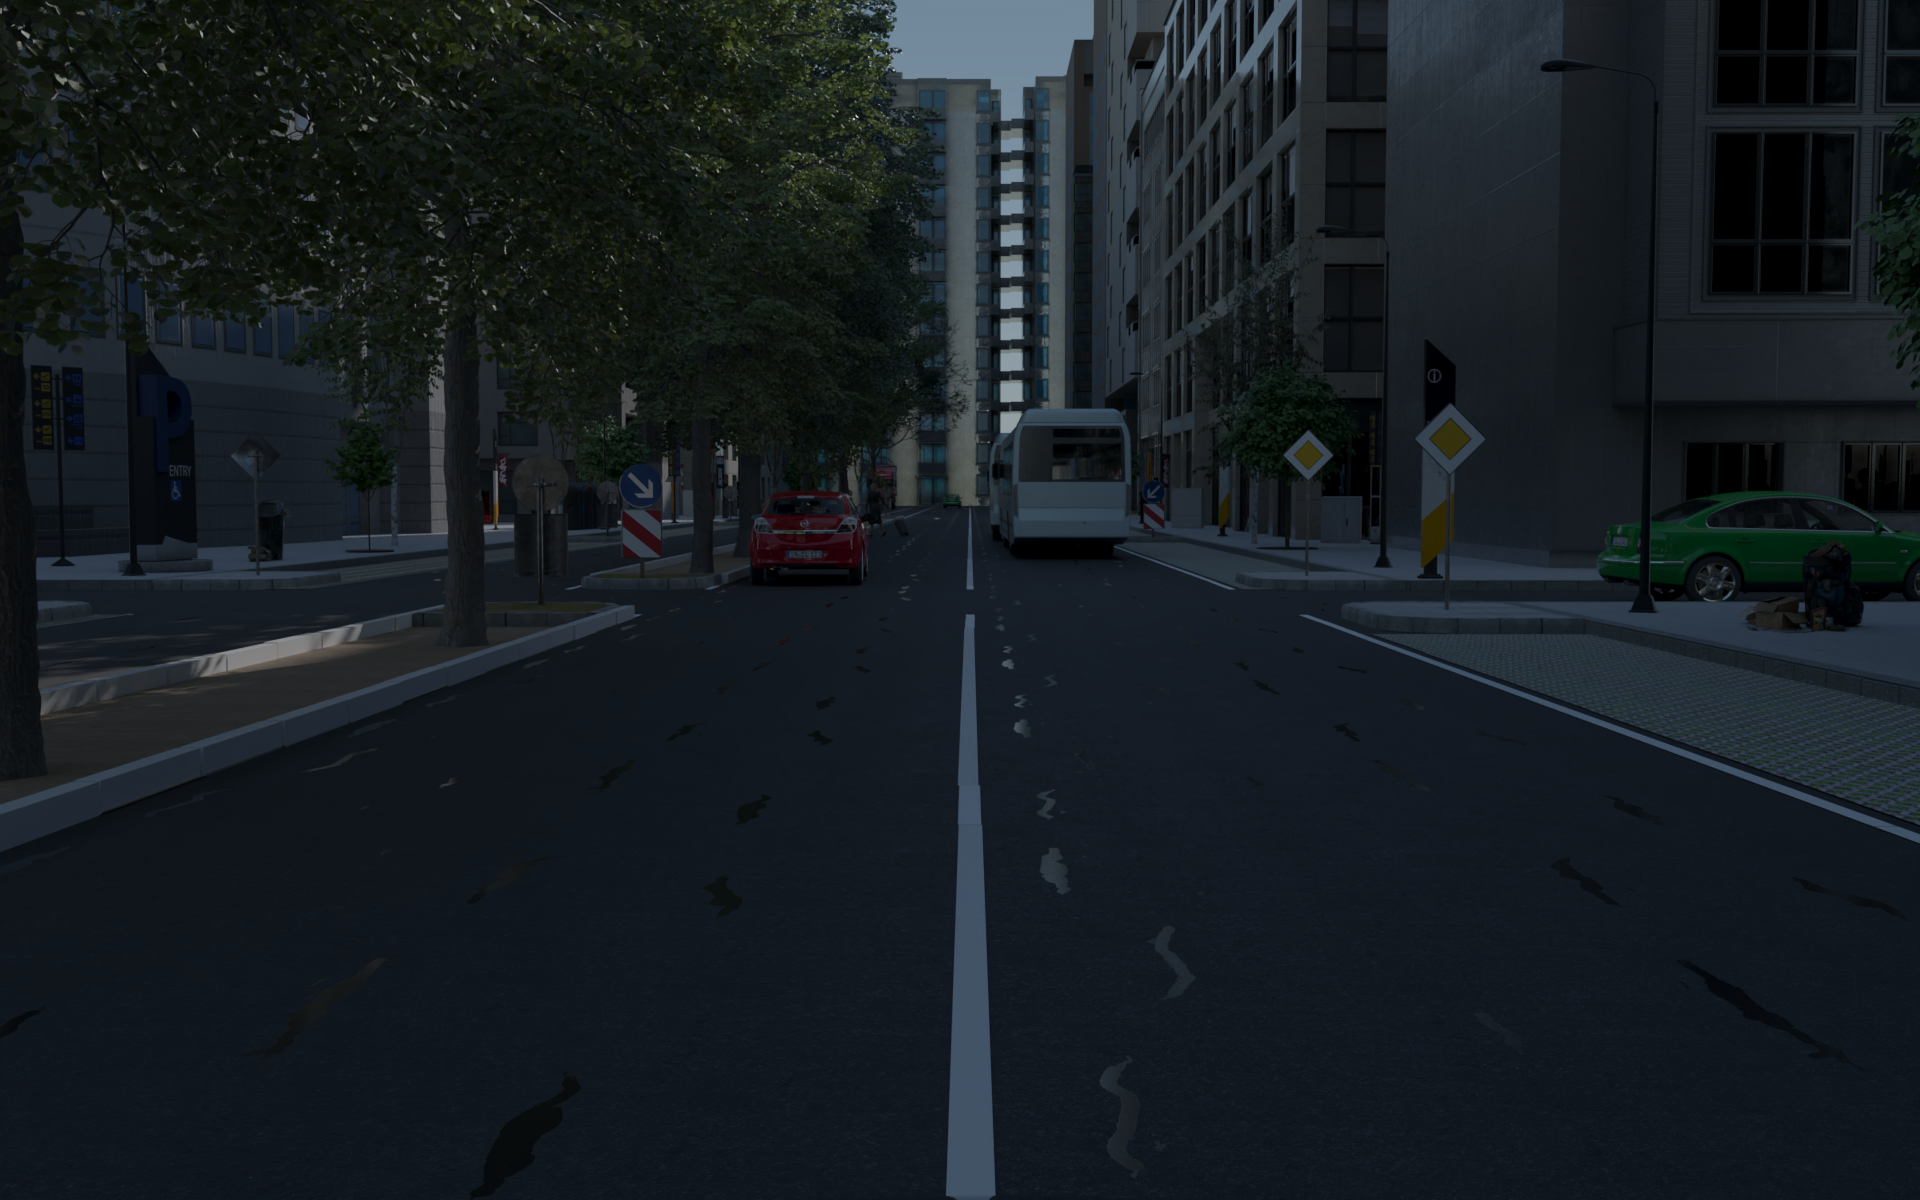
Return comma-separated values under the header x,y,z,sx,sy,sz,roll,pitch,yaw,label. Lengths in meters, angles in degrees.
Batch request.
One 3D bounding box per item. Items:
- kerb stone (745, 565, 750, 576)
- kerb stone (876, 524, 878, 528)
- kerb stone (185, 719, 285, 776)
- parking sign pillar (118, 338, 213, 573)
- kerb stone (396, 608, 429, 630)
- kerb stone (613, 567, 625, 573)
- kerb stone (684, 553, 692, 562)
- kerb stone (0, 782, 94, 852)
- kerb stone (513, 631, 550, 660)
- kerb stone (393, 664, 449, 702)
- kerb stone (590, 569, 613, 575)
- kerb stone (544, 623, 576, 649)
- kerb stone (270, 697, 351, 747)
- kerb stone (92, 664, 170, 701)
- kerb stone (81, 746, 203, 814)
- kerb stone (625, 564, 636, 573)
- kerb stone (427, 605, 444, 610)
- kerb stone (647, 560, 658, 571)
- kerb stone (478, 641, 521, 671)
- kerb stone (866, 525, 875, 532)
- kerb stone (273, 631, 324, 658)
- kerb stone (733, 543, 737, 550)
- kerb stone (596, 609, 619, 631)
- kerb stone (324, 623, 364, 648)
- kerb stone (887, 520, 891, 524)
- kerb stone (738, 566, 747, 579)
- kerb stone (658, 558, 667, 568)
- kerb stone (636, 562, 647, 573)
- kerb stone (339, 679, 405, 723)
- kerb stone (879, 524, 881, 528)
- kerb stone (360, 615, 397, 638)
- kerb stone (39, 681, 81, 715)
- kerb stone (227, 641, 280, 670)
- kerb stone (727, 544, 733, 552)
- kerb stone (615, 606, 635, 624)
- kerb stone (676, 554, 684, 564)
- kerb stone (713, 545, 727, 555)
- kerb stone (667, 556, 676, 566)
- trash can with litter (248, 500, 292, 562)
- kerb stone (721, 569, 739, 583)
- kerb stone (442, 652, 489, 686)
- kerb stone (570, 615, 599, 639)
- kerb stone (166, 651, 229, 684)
x,y,z,sx,sy,sz,roll,pitch,yaw,label
-3.768,-0.498,30.332,0.120,0.150,1.000,0,4,0,kerb stone
-3.537,-2.945,70.339,0.120,0.150,1.000,0,4,0,kerb stone
-3.891,0.790,9.280,0.120,0.150,1.000,0,4,0,kerb stone
-13.215,-2.461,28.717,1.447,3.967,1.447,0,4,5,parking sign pillar
-5.933,0.223,18.544,0.120,0.150,1.000,0,4,0,kerb stone
-5.876,-0.431,29.328,0.120,0.150,1.000,0,4,0,kerb stone
-5.833,-0.874,36.491,0.120,0.150,1.000,0,4,0,kerb stone
-3.900,0.916,7.222,0.120,0.150,1.000,0,4,0,kerb stone
-3.854,0.414,15.433,0.120,0.150,1.000,0,4,0,kerb stone
-3.880,0.601,12.362,0.120,0.150,1.000,0,4,0,kerb stone
-5.877,-0.374,28.303,0.120,0.150,1.000,0,4,0,kerb stone
-3.850,0.351,16.463,0.120,0.150,1.000,0,4,0,kerb stone
-3.881,0.727,10.313,0.120,0.150,1.000,0,4,0,kerb stone
-5.972,0.599,12.410,0.120,0.150,1.000,0,4,0,kerb stone
-3.901,0.853,8.248,0.120,0.150,1.000,0,4,0,kerb stone
-5.876,-0.496,30.350,0.120,0.150,1.000,0,4,0,kerb stone
-5.936,0.161,19.578,0.120,0.150,1.000,0,4,0,kerb stone
-5.852,-0.624,32.395,0.120,0.150,1.000,0,4,0,kerb stone
-3.862,0.476,14.411,0.120,0.150,1.000,0,4,0,kerb stone
-3.548,-2.819,68.288,0.120,0.150,1.000,0,4,0,kerb stone
-5.954,0.411,15.479,0.120,0.150,1.000,0,4,0,kerb stone
-5.798,-1.308,43.670,0.120,0.150,1.000,0,4,0,kerb stone
-3.839,0.233,18.510,0.120,0.150,1.000,0,4,0,kerb stone
-5.944,0.355,16.501,0.120,0.150,1.000,0,4,0,kerb stone
-3.475,-3.635,81.630,0.120,0.150,1.000,0,4,0,kerb stone
-3.774,-0.435,29.308,0.120,0.150,1.000,0,4,0,kerb stone
-5.855,-0.686,33.418,0.120,0.150,1.000,0,4,0,kerb stone
-5.861,-0.561,31.372,0.120,0.150,1.000,0,4,0,kerb stone
-3.873,0.664,11.335,0.120,0.150,1.000,0,4,0,kerb stone
-3.517,-3.132,73.413,0.120,0.150,1.000,0,4,0,kerb stone
-5.944,0.289,17.523,0.120,0.150,1.000,0,4,0,kerb stone
-5.982,0.663,11.372,0.120,0.150,1.000,0,4,0,kerb stone
-5.957,0.482,14.454,0.120,0.150,1.000,0,4,0,kerb stone
-5.792,-1.248,42.648,0.120,0.150,1.000,0,4,0,kerb stone
-3.827,0.170,19.533,0.120,0.150,1.000,0,4,0,kerb stone
-5.837,-0.811,35.462,0.120,0.150,1.000,0,4,0,kerb stone
-5.799,-1.188,41.625,0.120,0.150,1.000,0,4,0,kerb stone
-5.844,-0.748,34.440,0.120,0.150,1.000,0,4,0,kerb stone
-13.248,-1.334,33.190,0.624,1.170,1.055,0,4,-5,trash can with litter
-3.778,-0.372,28.285,0.120,0.150,1.000,0,4,0,kerb stone
-3.863,0.539,13.389,0.120,0.150,1.000,0,4,0,kerb stone
-3.836,0.290,17.487,0.120,0.150,1.000,0,4,0,kerb stone
-5.967,0.540,13.432,0.120,0.150,1.000,0,4,0,kerb stone
